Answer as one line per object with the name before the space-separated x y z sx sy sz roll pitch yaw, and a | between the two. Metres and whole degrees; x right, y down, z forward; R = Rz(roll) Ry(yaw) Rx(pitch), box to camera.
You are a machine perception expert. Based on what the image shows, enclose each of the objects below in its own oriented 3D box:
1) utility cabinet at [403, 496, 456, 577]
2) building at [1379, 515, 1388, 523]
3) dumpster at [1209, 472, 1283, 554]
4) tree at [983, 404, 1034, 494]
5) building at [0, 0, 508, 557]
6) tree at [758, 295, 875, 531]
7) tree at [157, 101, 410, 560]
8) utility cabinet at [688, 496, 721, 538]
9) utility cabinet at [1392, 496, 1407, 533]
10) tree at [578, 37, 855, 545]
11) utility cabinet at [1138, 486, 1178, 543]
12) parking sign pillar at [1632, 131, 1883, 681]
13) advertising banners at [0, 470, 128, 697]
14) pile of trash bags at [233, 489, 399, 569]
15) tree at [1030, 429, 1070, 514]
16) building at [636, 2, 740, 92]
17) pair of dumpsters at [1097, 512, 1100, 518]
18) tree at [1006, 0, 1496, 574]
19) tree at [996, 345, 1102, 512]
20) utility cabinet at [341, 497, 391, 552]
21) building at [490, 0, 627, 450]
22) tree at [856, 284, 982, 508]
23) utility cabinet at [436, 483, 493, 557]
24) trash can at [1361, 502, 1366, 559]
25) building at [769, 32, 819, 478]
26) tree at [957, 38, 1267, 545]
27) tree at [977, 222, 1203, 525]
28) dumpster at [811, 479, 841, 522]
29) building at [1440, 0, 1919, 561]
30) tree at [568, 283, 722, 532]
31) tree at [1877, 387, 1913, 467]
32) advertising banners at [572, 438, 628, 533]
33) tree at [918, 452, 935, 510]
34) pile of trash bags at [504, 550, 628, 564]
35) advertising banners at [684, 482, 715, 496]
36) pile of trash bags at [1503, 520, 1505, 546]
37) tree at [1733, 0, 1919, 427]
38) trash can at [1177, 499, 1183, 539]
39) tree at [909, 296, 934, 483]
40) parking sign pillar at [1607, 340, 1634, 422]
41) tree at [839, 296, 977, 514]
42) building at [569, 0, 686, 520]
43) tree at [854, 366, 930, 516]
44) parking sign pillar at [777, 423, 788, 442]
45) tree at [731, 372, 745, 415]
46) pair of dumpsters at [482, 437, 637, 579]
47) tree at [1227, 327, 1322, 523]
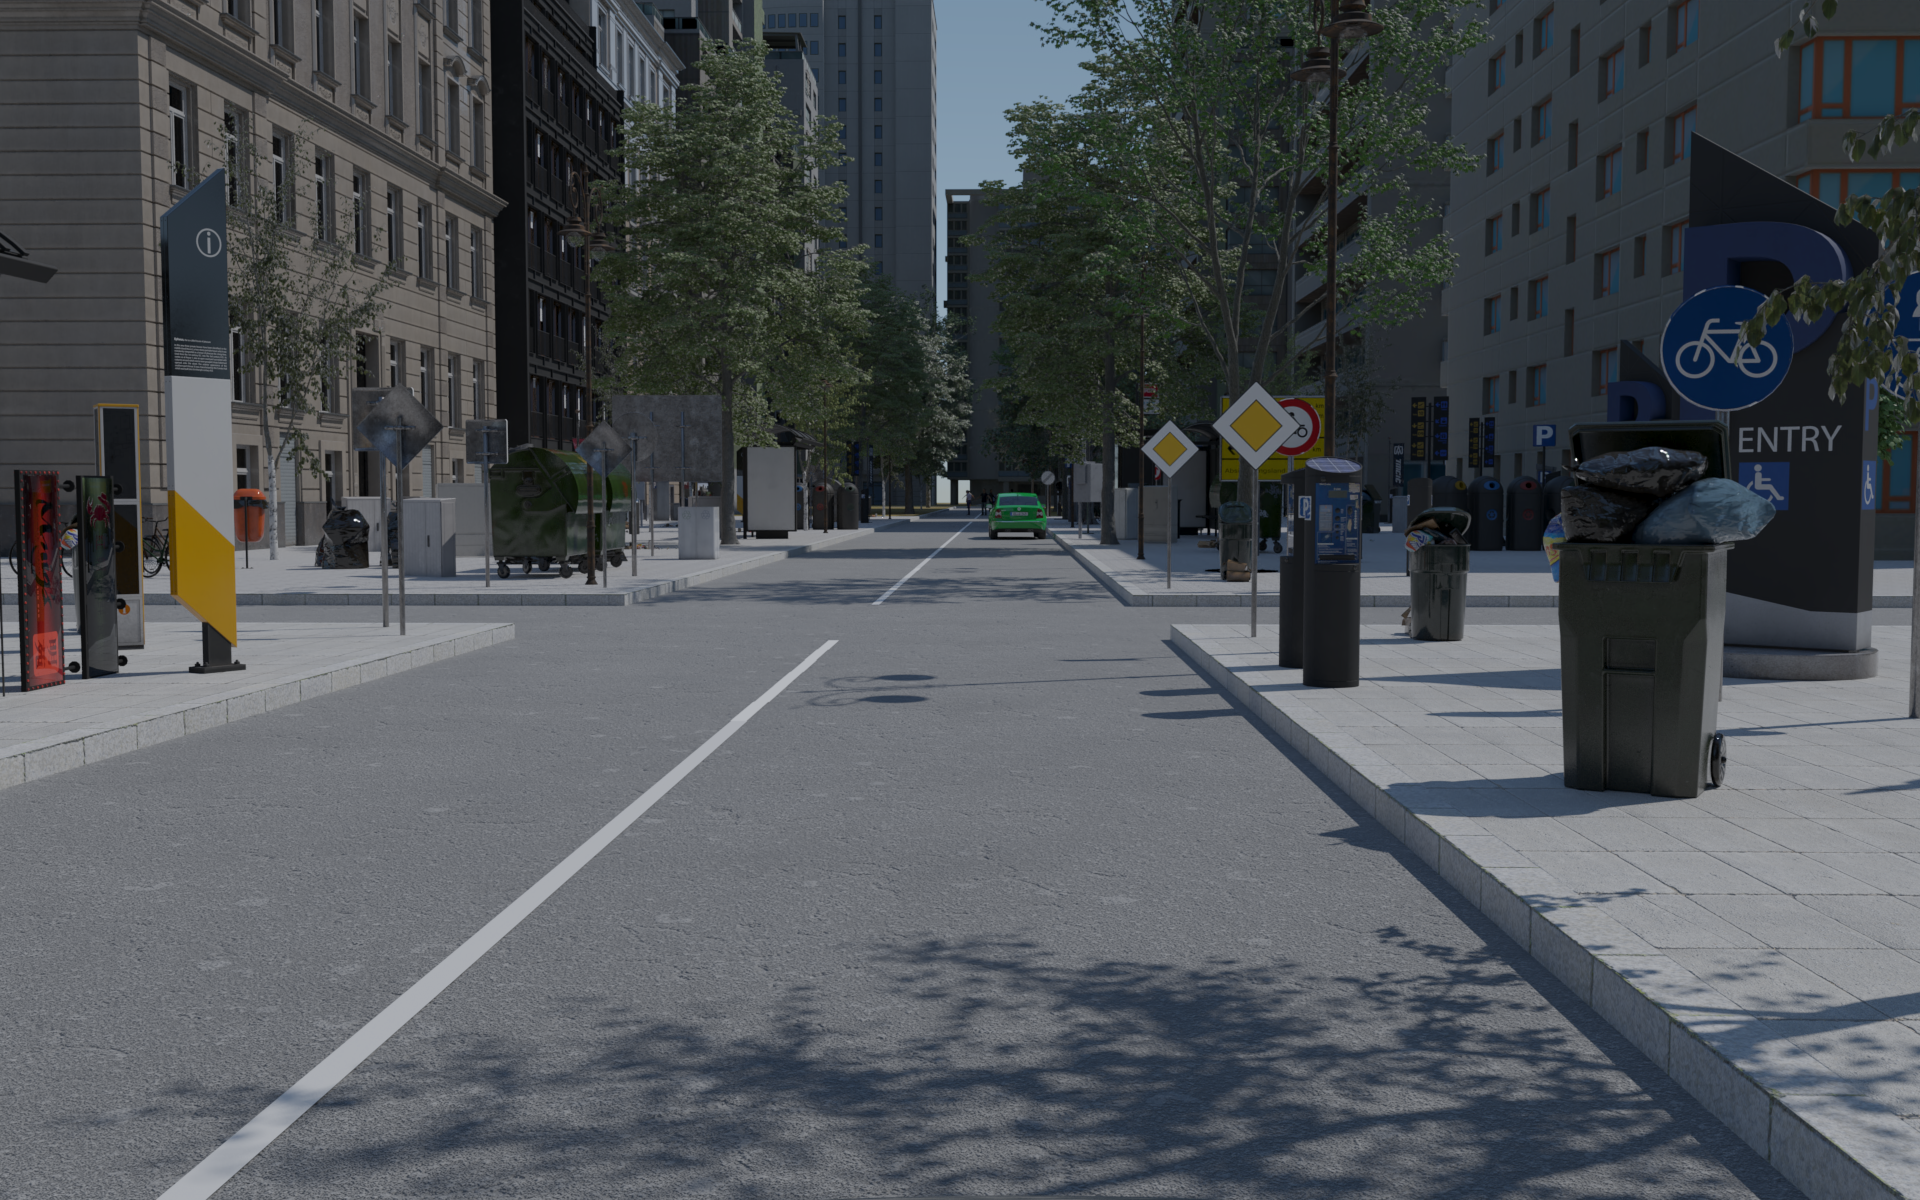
utility cabinet | -8.304 -0.972 27.047 1.020 1.237 0.306 3 4 37
building | 29.170 -28.304 86.473 21.300 48.544 21.600 0 4 1
dumpster | 6.351 -2.179 38.116 1.502 2.255 1.985 0 4 2
tree | 7.168 -16.003 172.025 12.009 13.543 11.850 0 3 0
building | -21.678 -15.245 46.522 12.463 27.353 25.104 0 4 1
tree | -5.299 -6.726 60.328 4.737 8.622 4.395 0 3 0
tree | -13.126 -5.086 33.516 4.360 8.622 3.978 0 3 0
utility cabinet | -7.412 -2.408 50.525 1.020 1.237 0.306 -3 4 -36
utility cabinet | 14.790 -2.811 57.129 1.020 1.237 0.306 3 4 39
tree | -5.835 -7.652 43.240 7.486 12.596 7.792 0 3 0
utility cabinet | 5.165 -2.242 45.336 0.318 1.500 1.173 -3 4 -38
parking sign pillar | 5.865 -1.469 12.486 1.447 3.967 1.447 3 5 41
advertising banners | -6.055 -0.930 11.386 0.090 3.025 2.074 0 4 0
pile of trash bags | -10.936 -1.255 30.268 3.447 1.369 1.912 -1 4 -11
tree | 6.008 -9.706 109.062 4.360 8.622 3.978 0 3 0
building | -21.360 -20.454 106.127 14.160 30.474 14.107 0 4 1
pair of dumpsters | 8.125 -5.633 94.600 1.574 2.255 4.437 0 4 1
tree | 4.610 -6.247 27.893 9.928 11.665 9.643 0 3 0
tree | 7.185 -13.444 126.462 9.857 13.997 8.962 0 3 0
utility cabinet | -13.182 -1.672 38.492 1.020 1.237 0.306 -3 5 -44
building | -20.785 -14.520 67.086 12.332 23.373 15.834 0 4 1
tree | -3.825 -18.548 159.145 12.611 20.169 13.585 0 3 0
utility cabinet | -10.015 -1.621 35.187 1.173 1.500 0.318 -2 4 -26
trash can | 7.261 -1.280 32.583 0.748 1.137 0.748 0 3 0
building | -20.107 -28.934 156.672 14.086 41.232 14.154 0 4 1
tree | 3.830 -7.655 43.287 7.486 12.596 7.792 0 3 0
tree | 5.514 -9.527 72.777 9.611 12.733 9.660 0 3 0
dumpster | -4.960 -3.651 65.447 1.264 1.857 1.865 0 4 1
building | 30.937 -12.305 46.224 28.899 21.520 27.650 0 4 1
tree | -10.669 -6.599 58.259 4.360 8.622 3.978 0 3 0
tree | 13.032 -2.597 26.174 4.285 4.588 4.351 0 3 0
advertising banners | -11.365 -3.579 54.697 0.090 3.025 2.074 3 5 42
tree | -3.288 -11.712 141.857 4.737 8.622 4.395 0 3 0
pile of trash bags | -7.222 -1.425 33.044 1.912 1.369 3.447 1 4 11
advertising banners | -13.290 -5.593 87.637 2.074 3.025 0.090 2 4 27
pile of trash bags | 12.645 -2.025 42.856 1.912 1.369 3.447 2 4 30
tree | 3.417 -3.315 4.557 4.360 8.622 3.978 0 3 0
trash can | 5.730 -2.191 47.476 0.748 1.137 0.748 0 3 0
tree | -4.461 -10.087 83.050 7.486 12.596 7.792 0 3 0
parking sign pillar | 11.669 -2.520 29.672 1.447 3.967 1.447 -1 4 -20
tree | -3.204 -12.464 110.448 9.857 13.997 8.962 0 3 0
building | -21.828 -18.291 84.958 13.634 28.700 20.117 0 4 1
tree | -4.157 -9.099 99.130 4.360 8.622 3.978 0 3 0
parking sign pillar | -6.648 -4.788 66.758 1.447 3.967 1.447 1 4 11
tree | -11.397 -7.567 74.081 4.360 8.622 3.978 0 3 0
pair of dumpsters | -6.462 -1.571 28.187 1.574 2.255 4.437 0 4 1
tree | 13.847 -7.662 75.641 4.737 8.622 4.395 0 3 0
